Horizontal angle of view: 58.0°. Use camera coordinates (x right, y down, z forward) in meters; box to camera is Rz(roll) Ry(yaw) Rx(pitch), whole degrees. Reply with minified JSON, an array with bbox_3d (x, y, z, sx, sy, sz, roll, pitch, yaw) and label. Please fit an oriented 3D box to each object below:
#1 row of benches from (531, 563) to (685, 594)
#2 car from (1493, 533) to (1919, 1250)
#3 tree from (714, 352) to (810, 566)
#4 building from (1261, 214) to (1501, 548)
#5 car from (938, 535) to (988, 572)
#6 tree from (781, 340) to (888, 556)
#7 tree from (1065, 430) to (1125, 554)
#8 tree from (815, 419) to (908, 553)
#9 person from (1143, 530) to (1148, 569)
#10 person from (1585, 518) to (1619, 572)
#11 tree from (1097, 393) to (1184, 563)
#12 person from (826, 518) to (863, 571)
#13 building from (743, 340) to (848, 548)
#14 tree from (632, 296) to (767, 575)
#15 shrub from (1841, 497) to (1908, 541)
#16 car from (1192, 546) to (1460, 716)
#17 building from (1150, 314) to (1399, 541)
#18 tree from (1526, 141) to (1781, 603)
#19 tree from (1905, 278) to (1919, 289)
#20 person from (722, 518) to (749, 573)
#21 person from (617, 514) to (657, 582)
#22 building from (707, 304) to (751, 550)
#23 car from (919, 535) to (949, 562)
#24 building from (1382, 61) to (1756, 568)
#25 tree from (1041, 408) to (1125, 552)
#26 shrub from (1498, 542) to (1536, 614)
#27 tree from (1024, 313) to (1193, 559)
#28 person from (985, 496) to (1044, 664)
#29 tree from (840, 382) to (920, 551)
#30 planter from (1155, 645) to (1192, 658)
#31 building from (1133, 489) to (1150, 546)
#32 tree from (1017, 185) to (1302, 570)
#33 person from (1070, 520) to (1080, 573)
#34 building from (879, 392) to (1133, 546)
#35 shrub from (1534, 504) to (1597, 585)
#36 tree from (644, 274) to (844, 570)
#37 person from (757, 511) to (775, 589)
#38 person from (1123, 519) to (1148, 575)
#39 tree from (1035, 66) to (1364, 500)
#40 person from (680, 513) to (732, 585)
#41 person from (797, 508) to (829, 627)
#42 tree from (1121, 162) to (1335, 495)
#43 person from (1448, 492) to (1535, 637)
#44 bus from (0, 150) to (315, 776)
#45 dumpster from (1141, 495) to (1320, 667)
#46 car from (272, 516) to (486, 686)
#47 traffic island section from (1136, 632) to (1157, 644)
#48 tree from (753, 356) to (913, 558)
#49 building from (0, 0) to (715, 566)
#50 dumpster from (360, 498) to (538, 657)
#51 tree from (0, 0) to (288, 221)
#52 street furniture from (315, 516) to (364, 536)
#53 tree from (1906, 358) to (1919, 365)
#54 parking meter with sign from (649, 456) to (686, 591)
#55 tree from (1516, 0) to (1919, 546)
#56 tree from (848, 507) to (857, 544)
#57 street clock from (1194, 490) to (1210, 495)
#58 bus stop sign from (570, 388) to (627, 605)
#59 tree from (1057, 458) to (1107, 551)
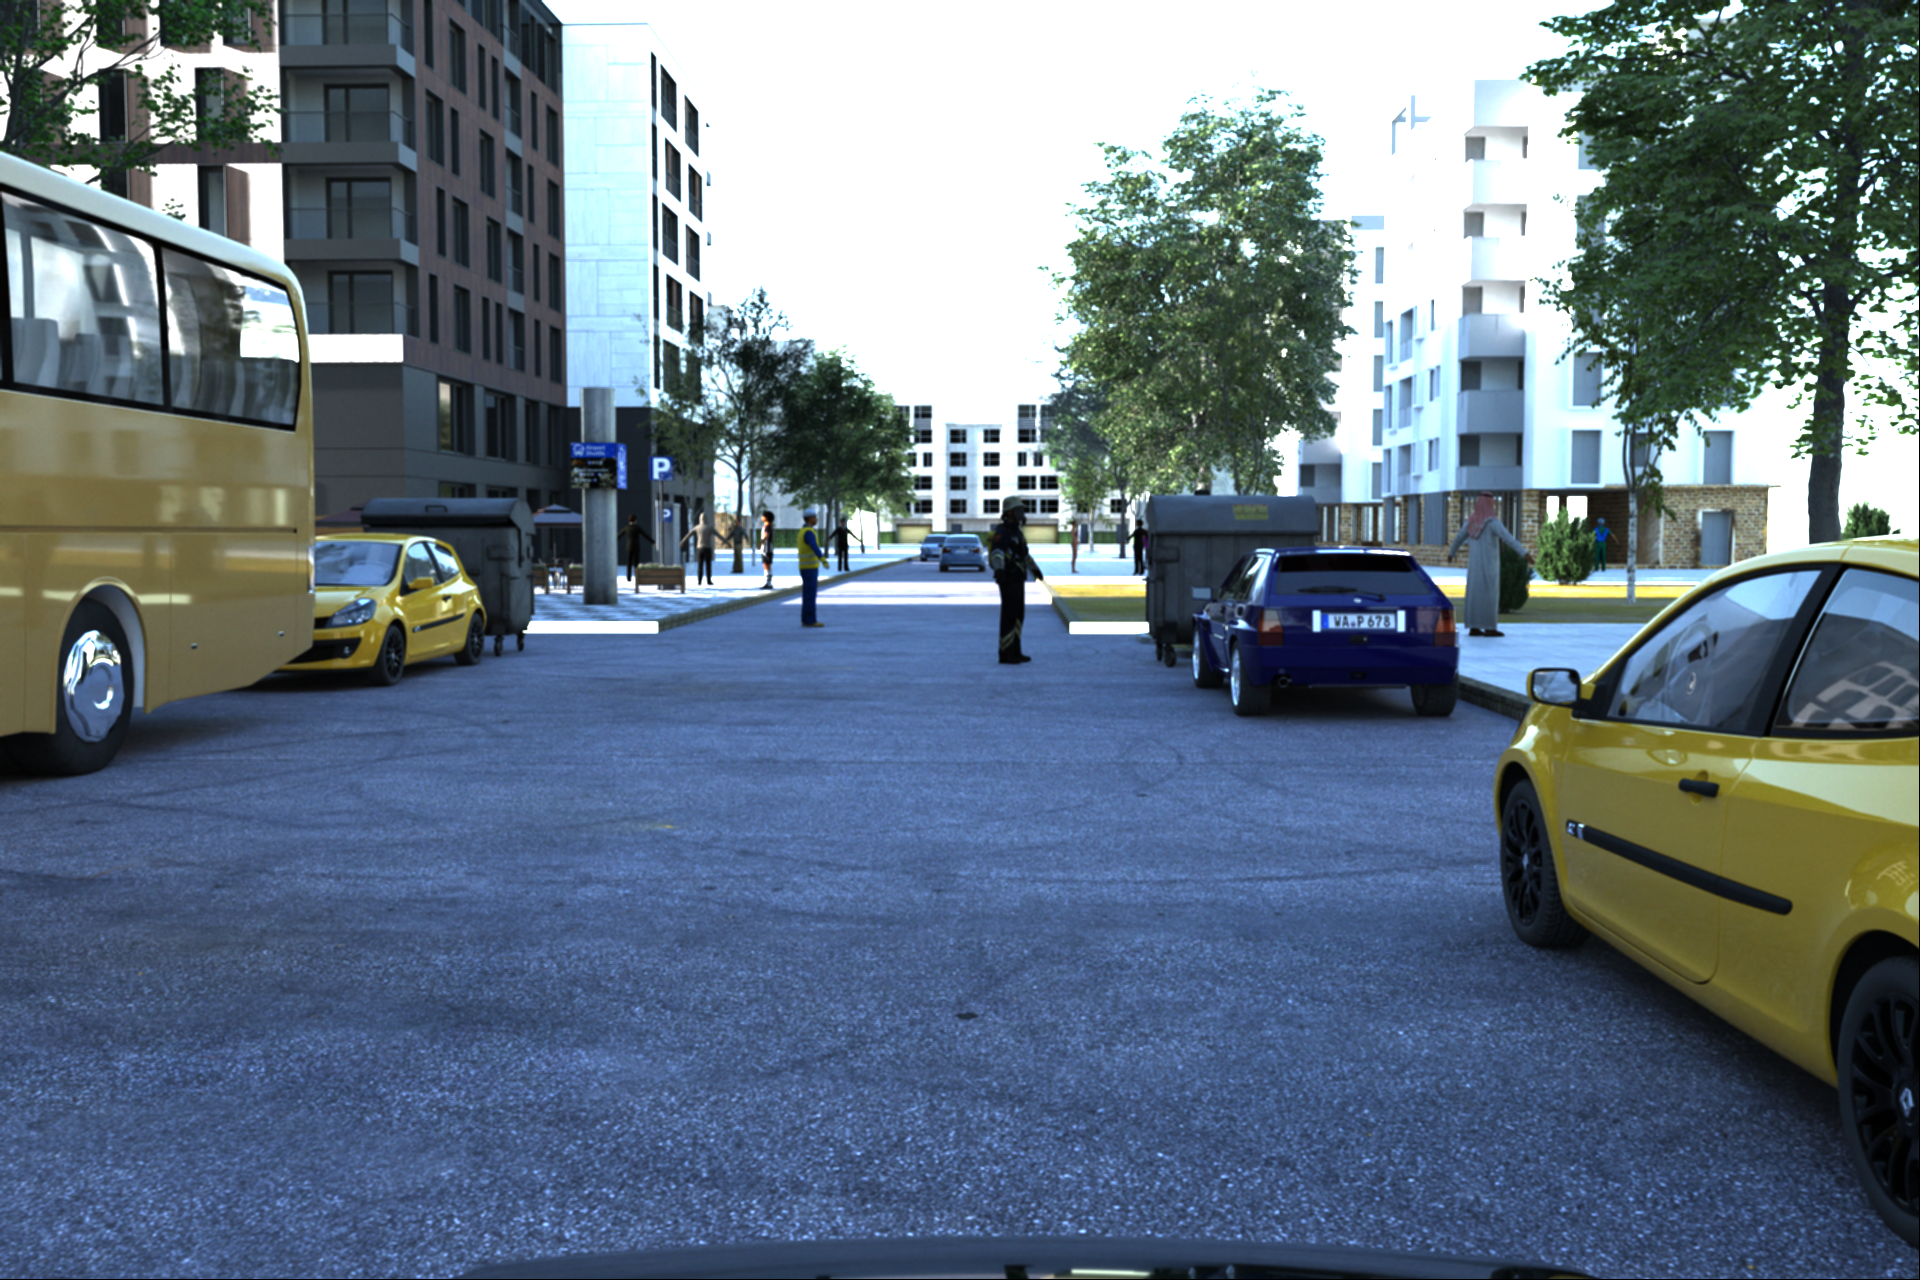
[{"bbox_3d":[-8.015,-1.336,37.314,4.104,0.672,1.422,-1,4,-11],"label":"row of benches"},{"bbox_3d":[2.770,0.329,4.846,2.015,1.641,3.980,0,4,1],"label":"car"},{"bbox_3d":[-8.474,-7.262,69.096,4.360,8.622,3.978,0,3,0],"label":"tree"},{"bbox_3d":[23.452,-15.157,104.236,16.016,20.090,11.380,0,4,1],"label":"building"},{"bbox_3d":[0.121,-3.363,66.993,2.014,1.417,4.499,0,4,2],"label":"car"},{"bbox_3d":[-7.543,-11.234,101.808,7.486,12.596,7.792,0,3,0],"label":"tree"},{"bbox_3d":[8.407,-9.754,109.834,4.737,8.622,4.395,0,3,0],"label":"tree"},{"bbox_3d":[-6.934,-11.222,117.898,7.601,10.594,8.767,1,4,13],"label":"tree"},{"bbox_3d":[6.851,-3.275,62.812,0.599,1.433,0.991,-2,4,-31],"label":"person"},{"bbox_3d":[21.865,-3.245,59.180,1.347,1.817,0.704,0,4,-1],"label":"person"},{"bbox_3d":[7.858,-7.777,77.515,4.360,8.622,3.978,0,3,0],"label":"tree"},{"bbox_3d":[-4.012,-3.286,59.658,1.347,1.837,0.705,-2,4,-26],"label":"person"},{"bbox_3d":[-21.056,-18.787,173.622,16.747,18.905,31.486,0,4,2],"label":"building"},{"bbox_3d":[-8.467,-6.342,54.052,4.360,8.622,3.978,0,3,0],"label":"tree"},{"bbox_3d":[18.573,-1.928,35.559,1.661,2.075,1.752,0,3,0],"label":"shrub"},{"bbox_3d":[3.039,-0.147,14.983,1.945,1.354,3.894,0,4,1],"label":"car"},{"bbox_3d":[26.189,-19.288,146.291,19.493,23.208,18.063,0,4,2],"label":"building"},{"bbox_3d":[12.721,-4.988,31.916,4.737,8.622,4.395,0,3,0],"label":"tree"},{"bbox_3d":[20.092,-6.778,28.941,7.486,12.596,7.792,0,3,0],"label":"tree"},{"bbox_3d":[-7.302,-3.091,56.808,1.348,1.796,0.705,3,5,44],"label":"person"},{"bbox_3d":[-8.735,-2.457,46.356,1.347,1.806,0.705,1,4,14],"label":"person"},{"bbox_3d":[-24.155,-17.567,143.643,16.016,20.090,11.380,0,4,1],"label":"building"},{"bbox_3d":[-1.157,-4.857,91.408,2.014,1.417,4.499,0,4,1],"label":"car"},{"bbox_3d":[23.935,-13.422,75.873,16.016,20.090,11.380,0,4,1],"label":"building"},{"bbox_3d":[9.418,-11.998,121.928,9.928,11.665,9.643,0,3,0],"label":"tree"},{"bbox_3d":[8.802,-1.036,28.062,1.383,1.207,1.383,0,3,0],"label":"shrub"},{"bbox_3d":[8.542,-10.961,89.584,12.009,13.543,11.850,0,3,0],"label":"tree"},{"bbox_3d":[0.605,-0.673,19.245,0.705,1.856,1.354,1,4,22],"label":"person"},{"bbox_3d":[-6.570,-12.933,129.589,7.486,12.596,7.792,0,3,0],"label":"tree"},{"bbox_3d":[3.368,0.021,20.796,1.991,0.319,1.994,0,4,2],"label":"planter"},{"bbox_3d":[28.579,-19.863,191.221,16.747,18.905,31.486,0,4,2],"label":"building"},{"bbox_3d":[7.200,-9.286,62.189,12.009,13.543,11.850,0,3,0],"label":"tree"},{"bbox_3d":[3.868,-3.089,57.310,0.721,1.733,1.217,0,4,7],"label":"person"},{"bbox_3d":[6.398,-21.644,222.788,31.486,18.905,16.747,0,4,6],"label":"building"},{"bbox_3d":[15.172,-2.385,43.415,1.690,2.028,1.600,0,3,0],"label":"shrub"},{"bbox_3d":[-7.640,-7.778,61.579,7.601,10.594,8.767,-1,4,-13],"label":"tree"},{"bbox_3d":[-4.529,-2.102,40.514,0.704,1.843,1.345,0,4,2],"label":"person"},{"bbox_3d":[5.532,-2.898,54.102,1.216,1.740,0.721,-3,5,-42],"label":"person"},{"bbox_3d":[6.885,-8.716,49.157,9.857,13.997,8.962,0,3,0],"label":"tree"},{"bbox_3d":[-6.396,-2.280,43.404,1.348,1.813,0.705,0,4,5],"label":"person"},{"bbox_3d":[-2.299,-1.126,26.830,0.705,1.833,1.349,-1,4,-19],"label":"person"},{"bbox_3d":[5.784,-5.140,34.396,4.360,8.622,3.978,0,3,0],"label":"tree"},{"bbox_3d":[6.617,-0.957,21.788,0.704,1.811,1.347,-2,4,-32],"label":"person"},{"bbox_3d":[-6.401,-0.974,7.475,2.896,3.916,12.252,0,4,1],"label":"bus"},{"bbox_3d":[2.964,-0.664,19.080,1.865,1.857,1.264,0,4,1],"label":"dumpster"},{"bbox_3d":[-6.147,-0.449,17.558,2.015,1.641,3.980,0,4,1],"label":"car"},{"bbox_3d":[3.373,-0.017,23.151,1.991,0.108,1.994,0,4,1],"label":"traffic island section"},{"bbox_3d":[-6.962,-9.583,91.092,8.767,10.594,7.601,-2,4,-27],"label":"tree"},{"bbox_3d":[-26.466,-13.701,67.986,27.936,21.610,32.646,0,4,2],"label":"building"},{"bbox_3d":[-6.100,-0.764,20.707,1.865,1.857,1.264,0,4,1],"label":"dumpster"},{"bbox_3d":[-11.595,-5.772,20.130,9.928,11.665,9.643,0,3,0],"label":"tree"},{"bbox_3d":[-15.376,-2.226,43.244,11.010,1.723,9.812,-2,4,-26],"label":"street furniture"},{"bbox_3d":[28.345,-8.286,42.127,9.857,13.997,8.962,0,3,0],"label":"tree"},{"bbox_3d":[-6.656,-2.657,39.700,0.543,3.016,1.738,0,4,2],"label":"parking meter with sign"},{"bbox_3d":[9.784,-6.162,18.874,7.486,12.596,7.792,0,3,0],"label":"tree"},{"bbox_3d":[-13.834,-16.459,219.461,4.737,8.622,4.395,0,3,0],"label":"tree"},{"bbox_3d":[3.952,-1.453,28.331,0.358,2.002,0.471,0,4,2],"label":"street clock"},{"bbox_3d":[-6.556,-2.597,31.470,0.837,3.901,0.837,0,4,1],"label":"bus stop sign"},{"bbox_3d":[9.057,-11.039,130.856,4.737,8.622,4.395,0,3,0],"label":"tree"}]
